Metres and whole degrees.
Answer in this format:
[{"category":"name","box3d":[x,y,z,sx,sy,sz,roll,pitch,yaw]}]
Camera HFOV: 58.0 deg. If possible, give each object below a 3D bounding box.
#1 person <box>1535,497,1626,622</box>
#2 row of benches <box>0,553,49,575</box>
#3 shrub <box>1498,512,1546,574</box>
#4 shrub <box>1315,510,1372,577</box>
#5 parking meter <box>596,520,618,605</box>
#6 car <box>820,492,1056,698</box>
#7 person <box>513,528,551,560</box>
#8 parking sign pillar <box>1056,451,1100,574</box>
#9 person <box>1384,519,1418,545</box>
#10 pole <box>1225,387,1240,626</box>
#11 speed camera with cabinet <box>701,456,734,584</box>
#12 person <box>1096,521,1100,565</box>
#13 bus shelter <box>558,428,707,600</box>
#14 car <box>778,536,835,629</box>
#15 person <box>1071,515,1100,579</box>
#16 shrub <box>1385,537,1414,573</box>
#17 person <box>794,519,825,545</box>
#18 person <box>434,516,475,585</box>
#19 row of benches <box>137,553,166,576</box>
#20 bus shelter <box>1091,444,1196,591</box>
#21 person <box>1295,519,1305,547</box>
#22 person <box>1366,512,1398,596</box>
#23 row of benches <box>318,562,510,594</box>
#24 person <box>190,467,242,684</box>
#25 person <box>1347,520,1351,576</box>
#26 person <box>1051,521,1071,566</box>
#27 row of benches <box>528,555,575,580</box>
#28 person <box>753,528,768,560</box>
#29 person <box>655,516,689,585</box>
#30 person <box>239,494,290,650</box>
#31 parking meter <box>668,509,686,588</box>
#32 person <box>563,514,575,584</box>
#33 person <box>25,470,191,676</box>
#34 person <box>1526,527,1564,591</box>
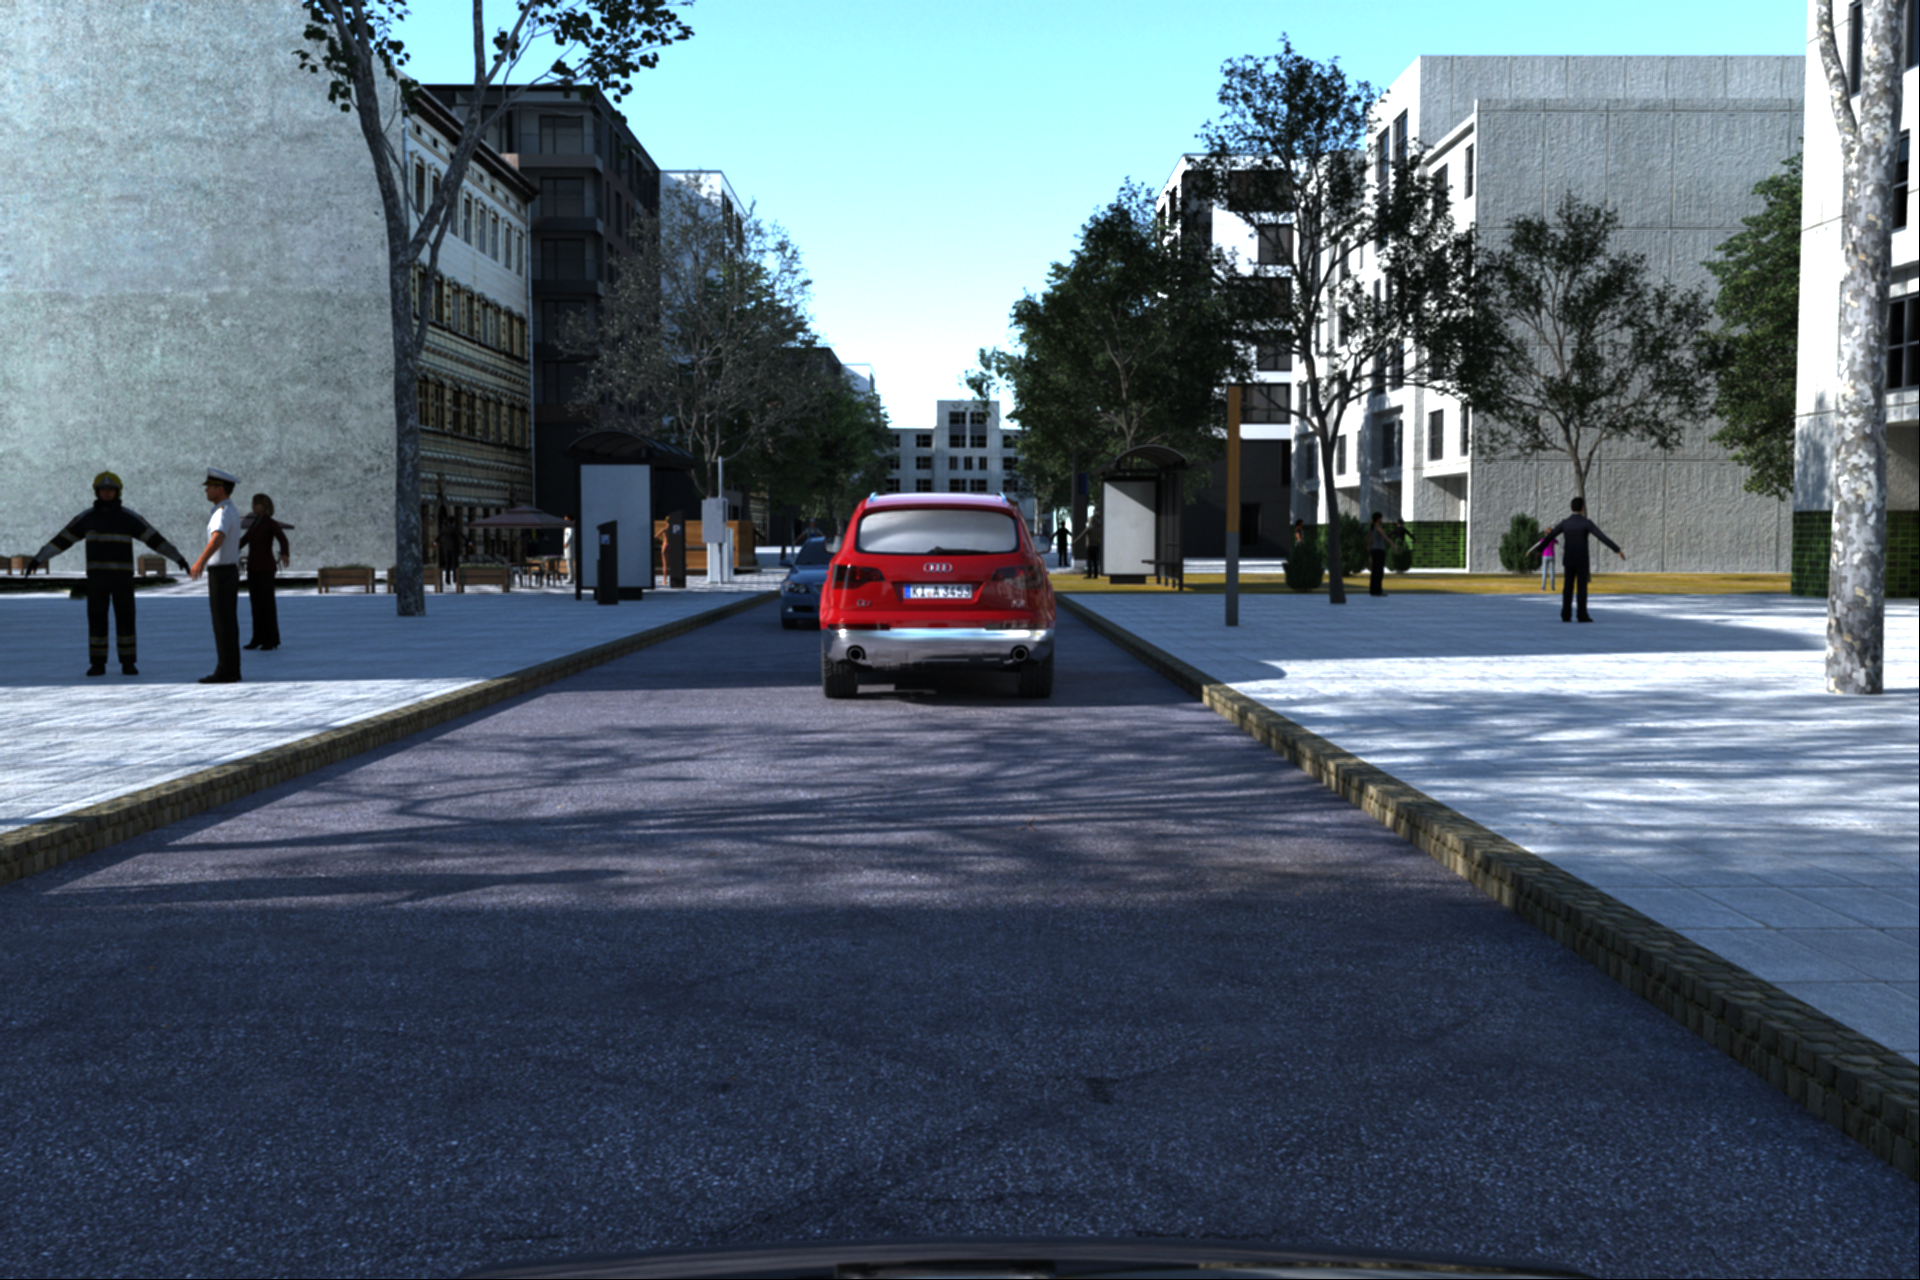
[{"category":"person","box3d":[9.005,-1.176,25.270,1.345,1.823,0.704,3,5,42]},{"category":"row of benches","box3d":[-30.136,-2.337,53.668,1.422,0.672,4.104,1,4,18]},{"category":"shrub","box3d":[18.190,-3.152,55.955,1.690,2.028,1.600,0,3,0]},{"category":"shrub","box3d":[11.422,-2.874,51.417,1.690,2.028,1.600,0,3,0]},{"category":"parking meter","box3d":[-6.422,-1.414,31.533,0.372,1.533,0.369,0,3,0]},{"category":"car","box3d":[-0.217,-0.490,16.684,2.281,1.827,5.304,0,4,-1]},{"category":"person","box3d":[-15.624,-3.518,63.295,1.354,1.856,0.705,-2,4,-25]},{"category":"parking sign pillar","box3d":[3.821,-4.105,55.595,1.447,3.967,1.447,0,4,0]},{"category":"person","box3d":[16.038,-3.502,63.194,1.347,1.837,0.705,0,4,2]},{"category":"pole","box3d":[3.798,-1.851,24.112,0.158,3.312,0.155,0,3,0]},{"category":"speed camera with cabinet","box3d":[-6.284,-3.091,44.880,0.660,3.252,2.038,0,4,-1]},{"category":"person","box3d":[5.730,-3.990,71.212,0.705,1.833,1.349,0,4,4]},{"category":"bus shelter","box3d":[-6.682,-2.575,36.021,2.014,3.302,5.546,0,4,1]},{"category":"car","box3d":[-1.853,-0.962,27.728,2.014,1.417,4.499,0,4,-1]},{"category":"person","box3d":[3.765,-2.662,49.659,1.348,1.813,0.705,-2,4,-34]},{"category":"shrub","box3d":[14.383,-2.789,56.723,1.383,1.207,1.383,0,3,0]},{"category":"person","box3d":[-5.376,-3.503,63.135,1.347,1.847,0.705,-1,4,-10]},{"category":"person","box3d":[-12.848,-2.277,43.952,1.216,1.740,0.721,1,4,20]},{"category":"row of benches","box3d":[-25.132,-2.346,53.822,1.422,0.672,4.104,-2,4,-27]},{"category":"bus shelter","box3d":[4.336,-2.924,41.725,2.014,3.302,5.546,0,4,1]},{"category":"person","box3d":[12.272,-3.442,62.427,0.704,1.843,1.345,1,4,15]},{"category":"person","box3d":[8.722,-1.778,35.875,0.721,1.737,1.217,-1,4,-15]},{"category":"row of benches","box3d":[-11.742,-1.355,37.621,4.104,0.672,1.422,0,4,-7]},{"category":"person","box3d":[-6.409,-0.563,14.996,0.704,1.855,1.343,-1,4,-13]},{"category":"person","box3d":[11.968,-2.897,53.643,0.705,1.796,1.348,0,4,6]},{"category":"person","box3d":[4.137,-3.853,69.182,1.347,1.806,0.705,2,4,32]},{"category":"row of benches","box3d":[-10.835,-2.026,48.588,4.104,0.672,1.422,3,5,45]},{"category":"person","box3d":[-8.290,-3.825,68.756,1.346,1.802,0.704,-2,4,-28]},{"category":"person","box3d":[-7.429,-2.275,44.005,1.217,1.733,0.721,-2,4,-34]},{"category":"person","box3d":[-7.782,-0.755,19.146,1.215,1.729,0.721,2,4,35]},{"category":"parking meter","box3d":[-6.715,-2.163,41.071,0.399,1.863,0.255,0,4,-1]},{"category":"person","box3d":[-10.070,-2.349,44.591,0.705,1.806,1.347,-1,4,-12]},{"category":"person","box3d":[-7.731,-0.611,15.755,1.351,1.858,0.704,-1,4,-23]},{"category":"person","box3d":[13.390,-1.844,39.411,0.991,1.433,0.599,1,4,13]}]
